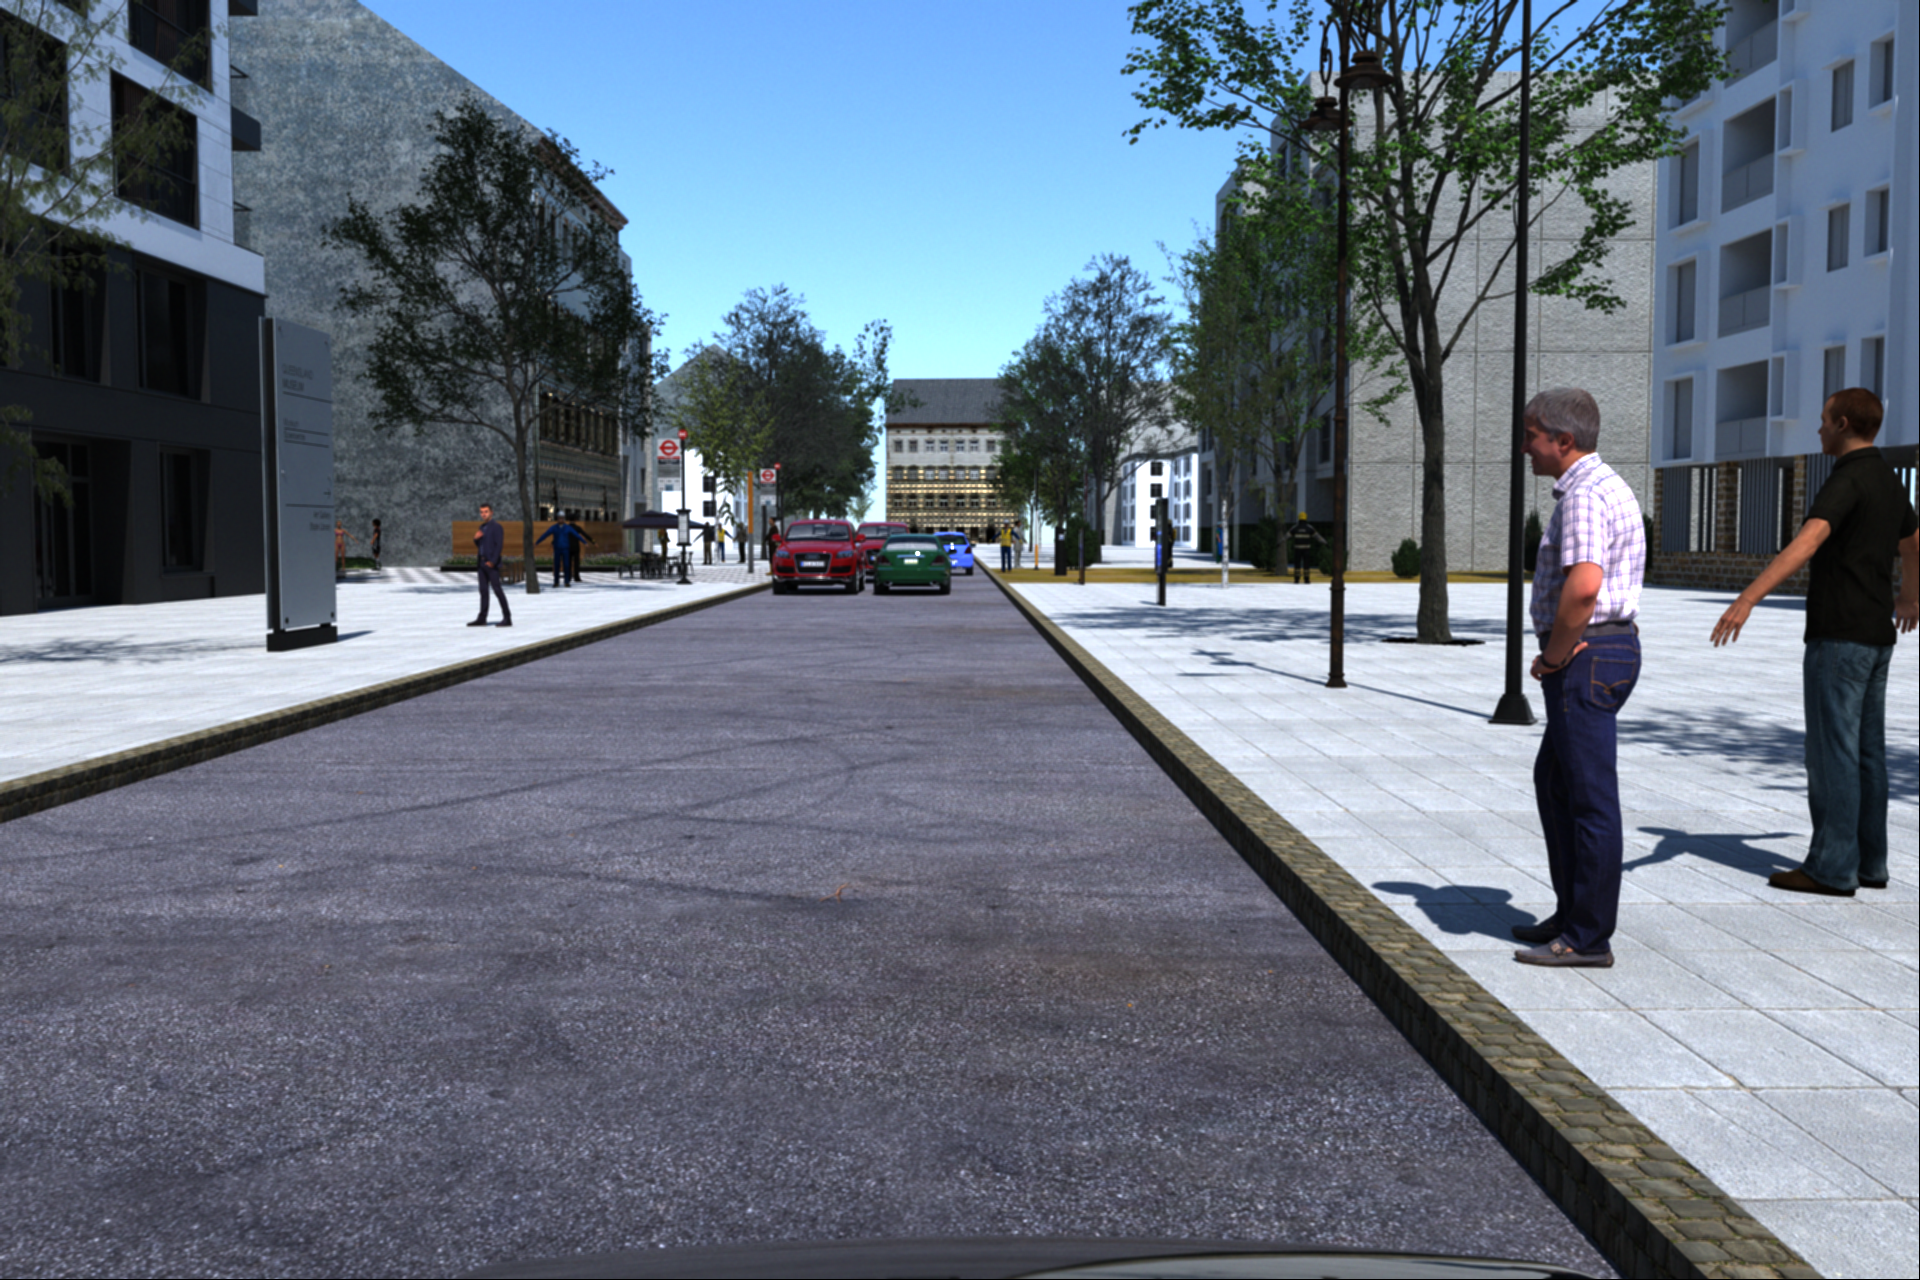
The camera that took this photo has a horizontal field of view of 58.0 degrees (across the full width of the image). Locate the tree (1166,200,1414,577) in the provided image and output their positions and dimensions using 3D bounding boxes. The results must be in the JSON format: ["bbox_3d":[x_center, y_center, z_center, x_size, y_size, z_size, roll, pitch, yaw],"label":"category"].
[{"bbox_3d":[9.908,-7.745,52.386,9.928,11.665,9.643,0,3,0],"label":"tree"}]

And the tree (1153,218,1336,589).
[{"bbox_3d":[6.182,-5.518,40.581,4.360,8.622,3.978,0,3,0],"label":"tree"}]

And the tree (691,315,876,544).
[{"bbox_3d":[-10.212,-11.493,98.276,12.009,13.543,11.850,0,3,0],"label":"tree"}]

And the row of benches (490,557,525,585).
[{"bbox_3d":[-11.975,-1.850,45.704,1.422,0.672,4.104,-1,4,-9],"label":"row of benches"}]

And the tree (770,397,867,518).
[{"bbox_3d":[-10.679,-12.433,129.042,9.928,11.665,9.643,0,3,0],"label":"tree"}]

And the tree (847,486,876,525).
[{"bbox_3d":[-13.946,-17.868,242.497,4.737,8.622,4.395,0,3,0],"label":"tree"}]

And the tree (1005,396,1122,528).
[{"bbox_3d":[6.025,-10.017,98.186,7.601,10.594,8.767,-2,4,-34],"label":"tree"}]

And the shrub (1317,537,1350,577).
[{"bbox_3d":[11.196,-2.500,51.996,1.383,1.207,1.383,0,3,0],"label":"shrub"}]

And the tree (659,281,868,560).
[{"bbox_3d":[-9.516,-10.640,84.341,12.009,13.543,11.850,0,3,0],"label":"tree"}]

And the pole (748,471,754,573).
[{"bbox_3d":[-6.827,-3.832,56.490,0.158,3.312,0.155,0,3,0],"label":"pole"}]

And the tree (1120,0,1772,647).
[{"bbox_3d":[5.392,-5.765,20.013,9.928,11.665,9.643,0,3,0],"label":"tree"}]

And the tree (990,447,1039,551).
[{"bbox_3d":[4.638,-11.150,132.664,4.737,8.622,4.395,0,3,0],"label":"tree"}]

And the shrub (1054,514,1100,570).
[{"bbox_3d":[4.172,-3.501,61.656,1.690,2.028,1.600,0,3,0],"label":"shrub"}]

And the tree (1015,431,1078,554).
[{"bbox_3d":[5.260,-9.738,109.576,4.737,8.622,4.395,0,3,0],"label":"tree"}]

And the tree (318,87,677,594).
[{"bbox_3d":[-9.531,-6.273,36.980,7.601,10.594,8.767,0,4,0],"label":"tree"}]

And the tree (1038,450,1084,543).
[{"bbox_3d":[15.012,-20.389,240.010,9.857,13.997,8.962,0,3,0],"label":"tree"}]

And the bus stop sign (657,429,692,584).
[{"bbox_3d":[-7.285,-3.397,44.250,0.855,3.939,0.416,0,4,-1],"label":"bus stop sign"}]

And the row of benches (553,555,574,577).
[{"bbox_3d":[-11.904,-2.242,52.126,1.422,0.672,4.104,-1,4,-14],"label":"row of benches"}]

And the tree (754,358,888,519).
[{"bbox_3d":[-9.678,-12.854,116.819,9.857,13.997,8.962,0,3,0],"label":"tree"}]

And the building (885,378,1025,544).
[{"bbox_3d":[-0.322,-25.043,242.838,18.063,23.208,19.493,0,4,5],"label":"building"}]

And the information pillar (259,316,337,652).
[{"bbox_3d":[-7.462,-1.729,19.580,0.184,3.620,1.656,0,4,0],"label":"information pillar"}]

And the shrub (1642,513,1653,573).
[{"bbox_3d":[22.901,-3.271,57.904,1.690,2.028,1.600,0,3,0],"label":"shrub"}]

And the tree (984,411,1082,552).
[{"bbox_3d":[5.309,-11.482,122.135,7.601,10.594,8.767,-2,4,-26],"label":"tree"}]

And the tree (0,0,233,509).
[{"bbox_3d":[-9.543,-3.977,15.380,4.360,8.622,3.978,0,3,0],"label":"tree"}]

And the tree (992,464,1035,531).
[{"bbox_3d":[5.083,-12.333,152.010,4.360,8.622,3.978,0,3,0],"label":"tree"}]

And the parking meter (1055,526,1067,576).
[{"bbox_3d":[3.108,-2.752,53.403,0.372,1.533,0.369,0,3,0],"label":"parking meter"}]

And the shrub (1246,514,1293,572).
[{"bbox_3d":[10.527,-3.332,58.901,1.690,2.028,1.600,0,3,0],"label":"shrub"}]

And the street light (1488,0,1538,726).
[{"bbox_3d":[4.303,-2.389,11.598,1.470,5.913,1.316,0,4,-1],"label":"street light"}]

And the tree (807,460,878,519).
[{"bbox_3d":[-10.242,-12.428,137.611,8.767,10.594,7.601,1,4,16],"label":"tree"}]

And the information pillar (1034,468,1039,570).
[{"bbox_3d":[2.731,-4.317,61.931,0.183,3.616,0.504,0,4,-1],"label":"information pillar"}]

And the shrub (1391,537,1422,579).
[{"bbox_3d":[12.808,-2.350,49.537,1.383,1.207,1.383,0,3,0],"label":"shrub"}]

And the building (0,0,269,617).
[{"bbox_3d":[-28.756,-10.803,20.604,27.936,21.610,32.646,0,4,0],"label":"building"}]

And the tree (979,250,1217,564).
[{"bbox_3d":[6.103,-10.036,74.459,12.009,13.543,11.850,0,3,0],"label":"tree"}]

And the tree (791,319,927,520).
[{"bbox_3d":[-8.699,-18.065,151.253,12.611,20.169,13.585,0,3,0],"label":"tree"}]

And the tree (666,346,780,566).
[{"bbox_3d":[-9.479,-7.253,68.945,4.737,8.622,4.395,0,3,0],"label":"tree"}]

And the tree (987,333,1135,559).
[{"bbox_3d":[5.242,-9.959,88.591,9.928,11.665,9.643,0,3,0],"label":"tree"}]

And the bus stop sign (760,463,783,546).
[{"bbox_3d":[-7.044,-4.659,64.870,0.855,3.939,0.416,0,4,-1],"label":"bus stop sign"}]

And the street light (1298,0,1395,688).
[{"bbox_3d":[3.156,-2.542,14.347,0.468,5.910,1.993,0,3,0],"label":"street light"}]
